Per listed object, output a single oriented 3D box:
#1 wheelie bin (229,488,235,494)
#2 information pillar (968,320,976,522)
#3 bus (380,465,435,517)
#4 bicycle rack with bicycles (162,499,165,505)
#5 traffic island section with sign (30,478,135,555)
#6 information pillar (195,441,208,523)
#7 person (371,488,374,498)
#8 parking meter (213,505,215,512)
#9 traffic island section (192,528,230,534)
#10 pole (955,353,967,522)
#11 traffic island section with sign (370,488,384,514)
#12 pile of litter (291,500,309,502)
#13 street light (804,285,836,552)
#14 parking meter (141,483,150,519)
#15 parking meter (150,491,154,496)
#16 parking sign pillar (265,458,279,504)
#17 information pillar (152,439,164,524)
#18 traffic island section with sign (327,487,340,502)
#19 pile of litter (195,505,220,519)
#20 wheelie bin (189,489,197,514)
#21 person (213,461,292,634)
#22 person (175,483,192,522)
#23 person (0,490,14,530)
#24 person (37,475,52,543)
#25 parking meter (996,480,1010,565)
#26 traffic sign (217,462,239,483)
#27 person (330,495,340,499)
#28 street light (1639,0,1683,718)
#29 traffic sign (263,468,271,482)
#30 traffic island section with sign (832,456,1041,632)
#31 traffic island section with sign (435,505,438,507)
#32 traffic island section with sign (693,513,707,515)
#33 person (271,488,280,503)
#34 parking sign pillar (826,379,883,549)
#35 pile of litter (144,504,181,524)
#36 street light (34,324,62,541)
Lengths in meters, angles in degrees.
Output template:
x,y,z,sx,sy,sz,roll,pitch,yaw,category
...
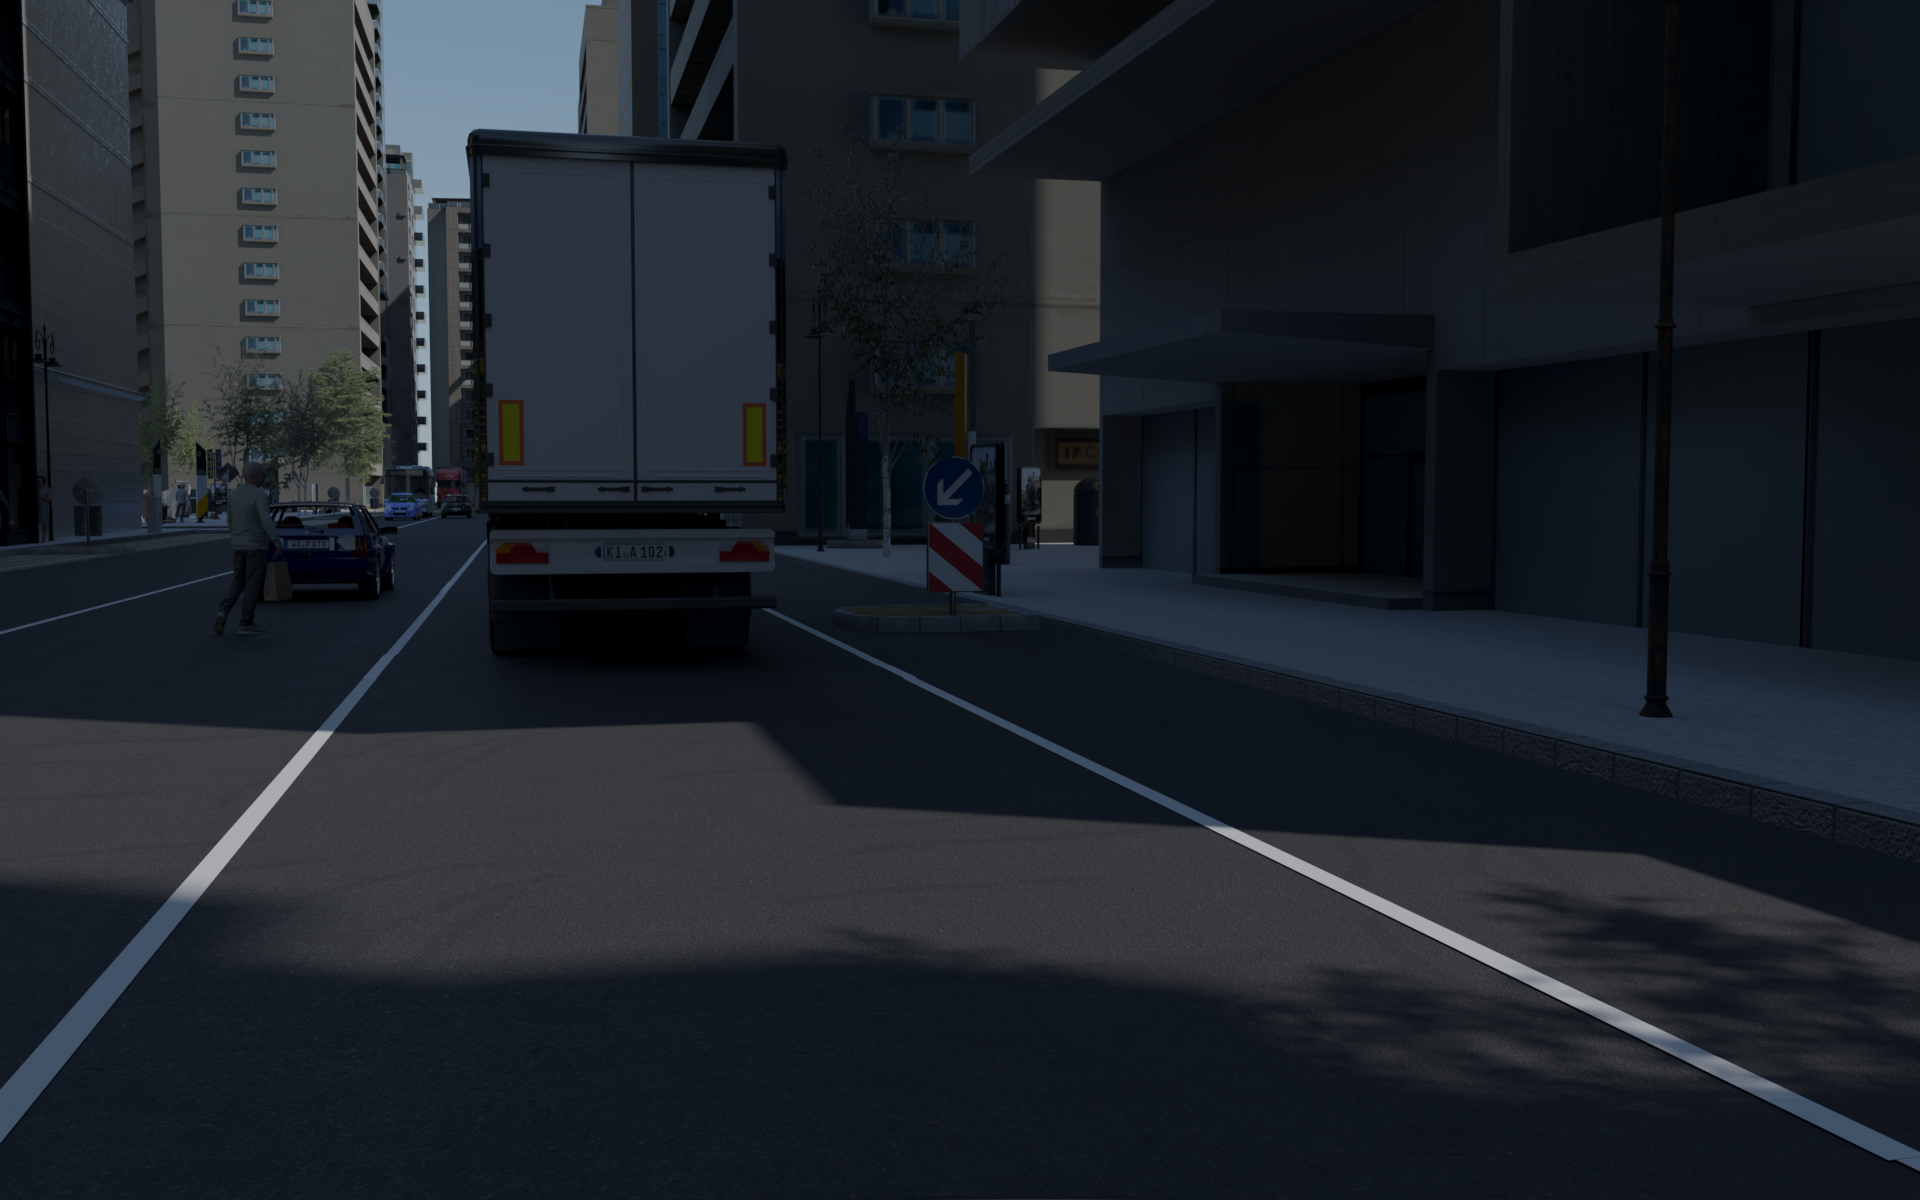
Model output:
x,y,z,sx,sy,sz,roll,pitch,yaw,category
-39.913,-5.351,95.398,0.980,1.594,0.693,3,4,39,wheelie bin
0.158,-1.942,23.113,0.183,3.616,0.504,0,4,-3,information pillar
-34.547,-6.974,108.884,2.948,3.499,13.247,-1,4,-15,bus
-53.459,-6.233,115.297,2.852,0.926,2.925,0,4,0,bicycle rack with bicycles
-20.983,-2.013,41.533,1.989,1.847,2.006,-1,4,-14,traffic island section with sign
-33.703,-5.233,76.910,0.183,3.616,0.504,3,5,40,information pillar
-49.455,-8.543,145.735,0.705,1.823,1.348,-1,4,-17,person
-52.644,-7.140,122.453,0.399,1.863,0.255,-2,4,-24,parking meter
-26.778,-2.513,63.371,2.009,0.180,2.903,-1,4,-14,traffic island section
0.008,-1.919,25.224,0.158,3.312,0.155,0,3,0,pole
-41.060,-6.913,121.656,1.989,1.847,2.006,-1,4,-14,traffic island section with sign
-46.569,-6.509,120.384,1.176,0.858,1.719,2,4,33,pile of litter
-3.109,-4.018,38.478,0.468,5.910,1.993,-1,4,-14,street light
-41.310,-5.025,87.870,0.399,1.863,0.255,-1,4,-14,parking meter
-50.187,-6.082,107.858,0.372,1.533,0.369,0,3,0,parking meter
-49.875,-8.371,125.336,1.447,3.967,1.447,1,4,13,parking sign pillar
-33.748,-4.984,72.835,0.183,3.616,0.504,0,4,6,information pillar
-34.506,-5.314,95.507,1.989,1.847,2.006,-1,4,-14,traffic island section with sign
-39.156,-4.670,90.318,1.176,0.858,1.719,1,4,19,pile of litter
-50.047,-6.453,113.417,0.980,1.594,0.693,0,4,-1,wheelie bin
-7.211,-0.531,17.664,0.782,1.767,0.515,2,4,27,person
-35.195,-4.401,78.491,0.782,1.767,0.515,0,4,3,person
-18.859,-1.554,33.682,0.659,1.850,0.755,-1,4,-14,person
-24.149,-2.377,45.257,0.716,1.782,0.532,0,4,-4,person
0.732,-1.416,31.568,0.372,1.533,0.369,0,3,0,parking meter
-26.757,-3.738,63.309,0.795,2.593,0.064,-1,4,-14,traffic sign
-45.093,-7.279,125.023,0.822,1.834,0.622,3,5,43,person
4.022,-2.266,9.830,0.468,5.910,1.993,-1,4,-14,street light
-28.698,-4.212,71.055,0.795,2.593,0.064,-1,4,-14,traffic sign
-0.348,-0.630,18.923,1.989,1.847,2.006,-1,4,-14,traffic island section with sign
-59.970,-11.529,197.124,1.989,1.847,2.006,-1,4,-14,traffic island section with sign
-7.011,-2.254,45.487,1.989,1.847,2.006,-1,4,-14,traffic island section with sign
-46.249,-6.795,116.940,0.655,1.846,0.447,-2,4,-35,person
-2.475,-3.230,41.283,1.447,3.967,1.447,0,4,-8,parking sign pillar
-34.950,-3.792,75.962,1.719,0.858,1.176,0,4,-5,pile of litter
-24.861,-4.551,47.199,0.468,5.910,1.993,-1,4,-14,street light
